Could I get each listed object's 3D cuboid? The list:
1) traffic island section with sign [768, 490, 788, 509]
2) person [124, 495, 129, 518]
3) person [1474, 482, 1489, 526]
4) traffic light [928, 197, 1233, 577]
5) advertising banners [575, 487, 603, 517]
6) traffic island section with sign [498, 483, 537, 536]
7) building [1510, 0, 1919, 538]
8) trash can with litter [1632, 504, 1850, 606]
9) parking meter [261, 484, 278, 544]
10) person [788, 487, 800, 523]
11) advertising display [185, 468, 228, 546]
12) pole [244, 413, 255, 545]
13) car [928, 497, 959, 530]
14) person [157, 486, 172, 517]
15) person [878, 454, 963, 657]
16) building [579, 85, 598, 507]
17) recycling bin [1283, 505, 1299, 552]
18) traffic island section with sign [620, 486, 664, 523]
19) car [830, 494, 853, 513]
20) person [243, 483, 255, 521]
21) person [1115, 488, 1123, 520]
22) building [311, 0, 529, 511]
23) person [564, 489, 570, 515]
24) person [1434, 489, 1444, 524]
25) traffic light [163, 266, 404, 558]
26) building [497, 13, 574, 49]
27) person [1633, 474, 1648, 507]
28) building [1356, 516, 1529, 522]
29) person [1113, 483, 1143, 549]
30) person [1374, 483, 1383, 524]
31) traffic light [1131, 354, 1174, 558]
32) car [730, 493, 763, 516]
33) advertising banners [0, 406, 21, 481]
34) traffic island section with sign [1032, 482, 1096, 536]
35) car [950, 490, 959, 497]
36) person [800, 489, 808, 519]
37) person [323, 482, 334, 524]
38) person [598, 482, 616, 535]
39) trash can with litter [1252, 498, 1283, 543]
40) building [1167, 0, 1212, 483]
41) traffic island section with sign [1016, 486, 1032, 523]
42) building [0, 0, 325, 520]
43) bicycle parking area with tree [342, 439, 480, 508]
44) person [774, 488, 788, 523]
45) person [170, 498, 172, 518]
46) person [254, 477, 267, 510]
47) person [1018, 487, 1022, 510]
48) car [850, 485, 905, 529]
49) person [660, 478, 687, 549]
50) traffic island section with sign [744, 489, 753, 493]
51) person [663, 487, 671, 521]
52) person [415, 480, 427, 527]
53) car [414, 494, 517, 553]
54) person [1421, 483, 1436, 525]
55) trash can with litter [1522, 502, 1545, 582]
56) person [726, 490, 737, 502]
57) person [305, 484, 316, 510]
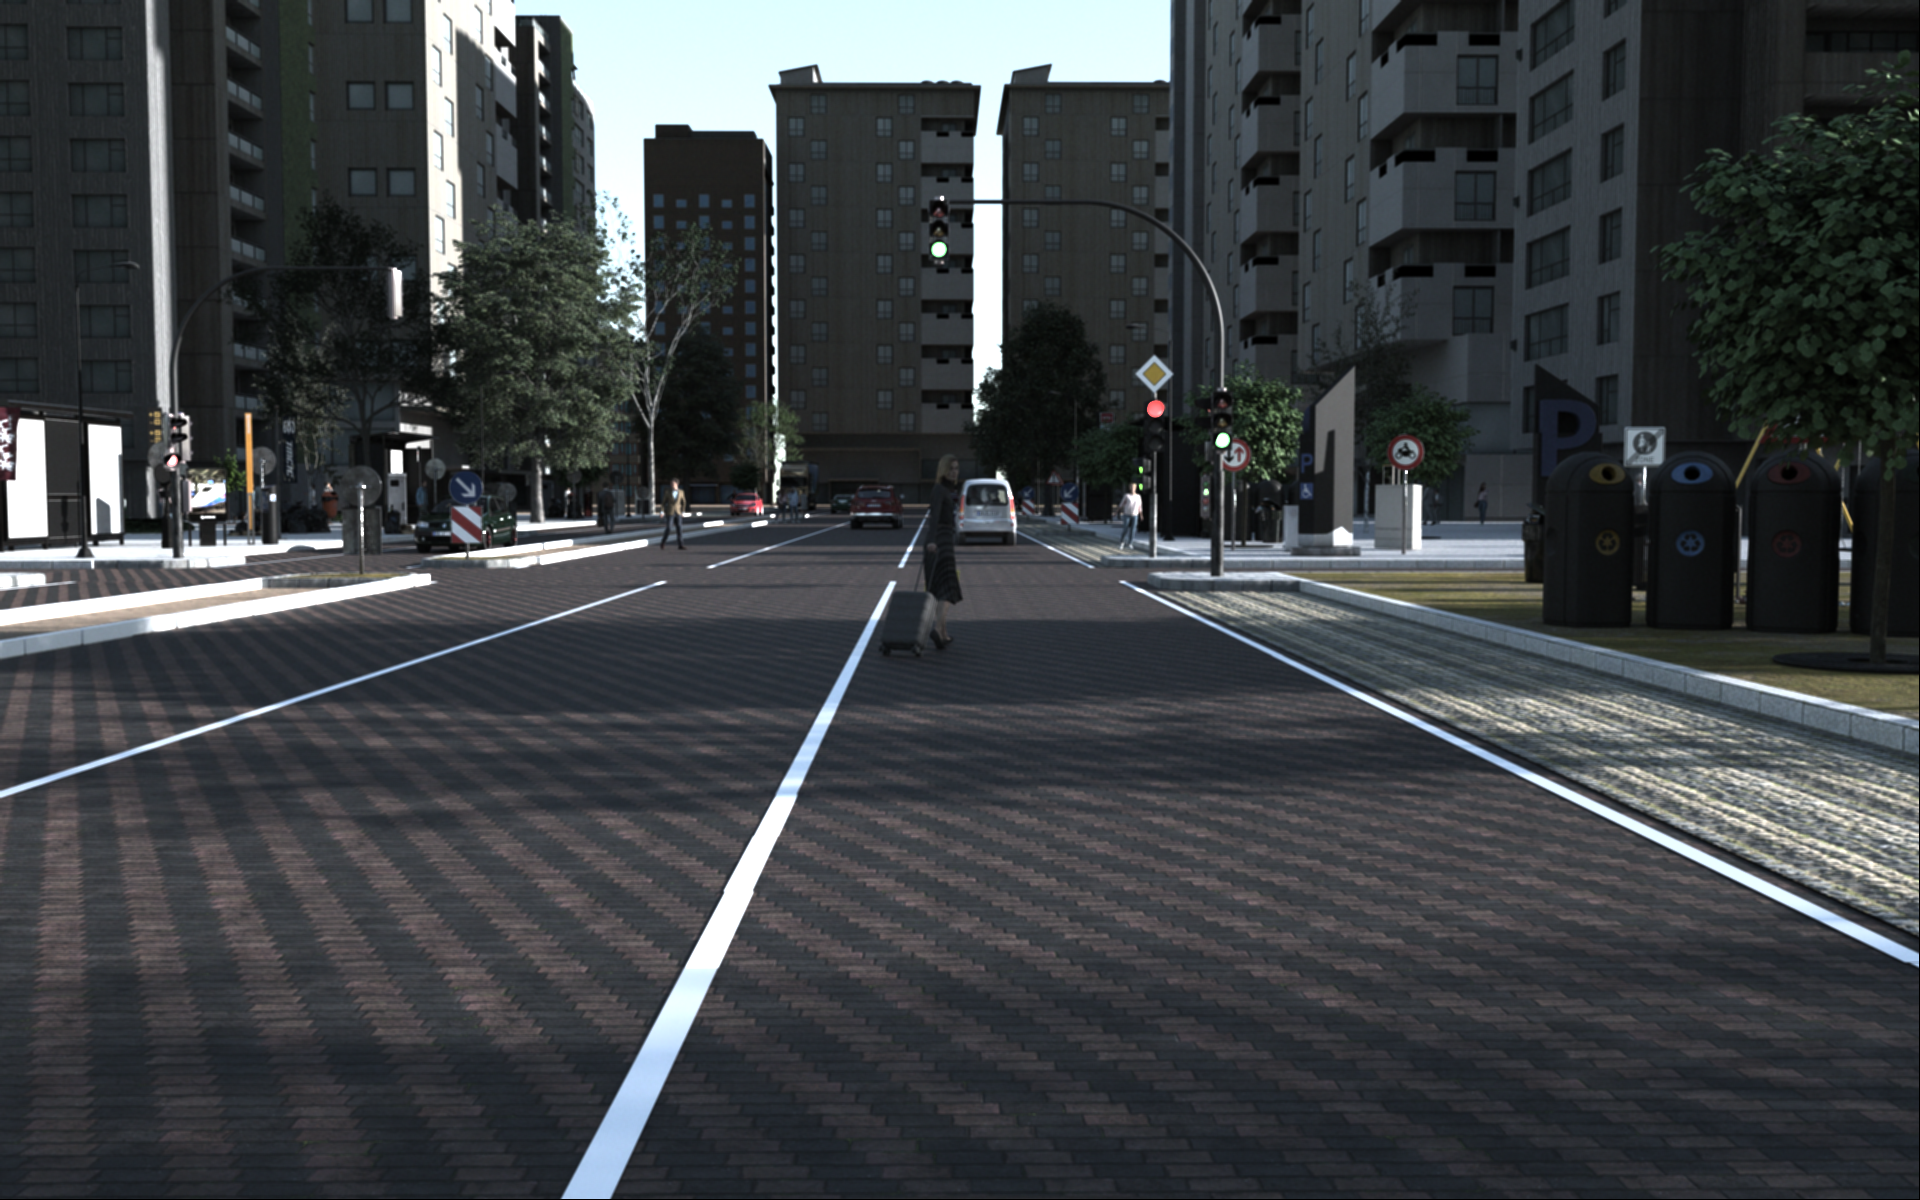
[{"bbox_3d":[-17.071,-9.506,164.043,1.989,1.847,2.006,0,4,-1],"label":"traffic island section with sign"},{"bbox_3d":[-37.937,-4.179,78.625,0.306,1.304,0.590,2,4,35],"label":"person"},{"bbox_3d":[21.204,-3.893,70.291,0.593,1.750,0.643,3,5,42],"label":"person"},{"bbox_3d":[1.896,-3.187,26.769,4.771,5.953,1.251,0,4,-1],"label":"traffic light"},{"bbox_3d":[-20.849,-6.175,97.154,2.074,3.025,0.090,-2,4,-26],"label":"advertising banners"},{"bbox_3d":[-15.712,-3.131,59.815,1.989,1.847,2.006,0,4,-1],"label":"traffic island section with sign"},{"bbox_3d":[26.883,-17.345,55.292,14.107,30.474,14.160,0,4,-1],"label":"building"},{"bbox_3d":[9.305,-0.577,20.493,1.678,1.210,2.233,-3,5,-40],"label":"trash can with litter"},{"bbox_3d":[-17.617,-2.189,44.206,0.372,1.533,0.369,0,3,0],"label":"parking meter"},{"bbox_3d":[-8.294,-4.747,86.386,0.793,1.790,0.793,3,5,40],"label":"person"},{"bbox_3d":[-18.565,-2.293,42.697,0.123,1.923,0.974,3,5,45],"label":"advertising display"},{"bbox_3d":[-17.891,-3.044,43.614,0.158,3.312,0.155,0,3,0],"label":"pole"},{"bbox_3d":[-0.260,-3.263,65.926,1.945,1.354,3.894,0,4,1],"label":"car"},{"bbox_3d":[-30.636,-3.676,66.730,0.593,1.750,0.643,-1,4,-11],"label":"person"},{"bbox_3d":[-0.320,-0.440,15.919,0.699,1.804,1.509,2,4,28],"label":"person"},{"bbox_3d":[-42.221,-29.417,164.561,14.086,41.232,14.154,0,4,-1],"label":"building"},{"bbox_3d":[7.582,-1.592,38.580,0.722,1.027,0.722,0,4,6],"label":"recycling bin"},{"bbox_3d":[-16.077,-4.840,87.754,1.989,1.847,2.006,0,4,-1],"label":"traffic island section with sign"},{"bbox_3d":[-8.663,-7.195,129.443,2.131,1.459,4.920,0,4,-1],"label":"car"},{"bbox_3d":[-33.396,-4.623,81.492,0.748,1.841,0.638,-1,4,-17],"label":"person"},{"bbox_3d":[7.985,-4.878,86.071,0.520,1.790,0.573,3,5,45],"label":"person"},{"bbox_3d":[-47.307,-32.606,122.350,28.713,52.752,27.495,0,4,-1],"label":"building"},{"bbox_3d":[-24.495,-6.262,108.625,0.583,1.804,0.606,1,4,20],"label":"person"},{"bbox_3d":[20.650,-4.057,74.963,0.523,1.515,0.503,0,4,3],"label":"person"},{"bbox_3d":[-13.586,-3.673,34.715,4.771,5.953,1.251,0,4,-1],"label":"traffic light"},{"bbox_3d":[-40.245,-28.132,143.546,14.154,41.232,14.086,0,4,-1],"label":"building"},{"bbox_3d":[16.525,-2.181,42.102,0.834,1.777,0.661,-1,4,-12],"label":"person"},{"bbox_3d":[34.205,-30.762,92.200,28.713,52.752,27.495,0,4,-1],"label":"building"},{"bbox_3d":[4.281,-2.170,44.659,0.731,1.740,0.598,-1,4,-21],"label":"person"},{"bbox_3d":[16.806,-3.804,69.069,0.643,1.720,0.563,0,4,-1],"label":"person"},{"bbox_3d":[3.883,-2.814,34.922,0.839,4.253,0.868,0,4,-1],"label":"traffic light"},{"bbox_3d":[-14.164,-6.485,115.077,2.155,1.783,4.494,0,4,0],"label":"car"},{"bbox_3d":[-19.698,-2.329,34.264,2.074,3.025,0.090,-2,4,-25],"label":"advertising banners"},{"bbox_3d":[3.608,-3.120,59.633,1.989,1.847,2.006,0,4,-1],"label":"traffic island section with sign"},{"bbox_3d":[-0.957,-9.385,162.111,2.281,1.827,5.304,0,4,0],"label":"car"},{"bbox_3d":[-8.860,-5.455,98.442,0.466,1.731,0.760,-1,4,-9],"label":"person"},{"bbox_3d":[-26.832,-4.120,73.586,0.473,1.802,0.592,0,4,-2],"label":"person"},{"bbox_3d":[-11.525,-2.938,56.507,0.622,1.834,0.822,0,4,-3],"label":"person"},{"bbox_3d":[8.369,-2.099,45.712,1.055,1.170,0.624,-2,4,-29],"label":"trash can with litter"},{"bbox_3d":[29.558,-37.624,157.147,21.231,58.520,28.212,0,4,-1],"label":"building"},{"bbox_3d":[3.260,-4.768,86.586,1.989,1.847,2.006,0,4,-1],"label":"traffic island section with sign"},{"bbox_3d":[-41.389,-24.611,85.981,14.154,41.232,14.086,0,4,-1],"label":"building"},{"bbox_3d":[-27.971,-6.357,90.933,8.231,4.147,9.016,0,4,5],"label":"bicycle parking area with tree"},{"bbox_3d":[-8.785,-4.642,84.994,0.643,1.750,0.593,3,4,35],"label":"person"},{"bbox_3d":[-33.450,-3.774,73.245,1.012,1.151,0.738,3,4,38],"label":"person"},{"bbox_3d":[-22.153,-3.000,55.194,0.635,1.810,0.391,-1,4,-21],"label":"person"},{"bbox_3d":[4.748,-7.980,136.508,0.705,1.826,1.348,0,4,-2],"label":"person"},{"bbox_3d":[-3.481,-3.919,72.757,2.281,1.827,5.304,0,4,0],"label":"car"},{"bbox_3d":[-7.455,-2.229,44.861,0.836,1.842,0.656,2,4,32],"label":"person"},{"bbox_3d":[-16.717,-7.857,137.090,1.989,1.847,2.006,0,4,-1],"label":"traffic island section with sign"},{"bbox_3d":[-15.839,-5.217,93.778,0.573,1.828,0.580,1,4,22],"label":"person"},{"bbox_3d":[-18.828,-3.313,60.562,0.444,1.785,0.601,1,4,23],"label":"person"},{"bbox_3d":[-12.408,-2.068,43.596,2.009,1.686,4.222,0,4,-1],"label":"car"},{"bbox_3d":[19.349,-3.989,71.544,0.678,1.792,0.850,-3,4,-39],"label":"person"},{"bbox_3d":[8.684,-0.838,25.086,1.055,1.170,0.624,2,4,25],"label":"trash can with litter"},{"bbox_3d":[-15.596,-6.764,119.921,1.217,1.723,0.721,-1,4,-15],"label":"person"},{"bbox_3d":[-29.455,-4.399,78.536,0.524,1.755,0.480,-2,4,-28],"label":"person"}]
